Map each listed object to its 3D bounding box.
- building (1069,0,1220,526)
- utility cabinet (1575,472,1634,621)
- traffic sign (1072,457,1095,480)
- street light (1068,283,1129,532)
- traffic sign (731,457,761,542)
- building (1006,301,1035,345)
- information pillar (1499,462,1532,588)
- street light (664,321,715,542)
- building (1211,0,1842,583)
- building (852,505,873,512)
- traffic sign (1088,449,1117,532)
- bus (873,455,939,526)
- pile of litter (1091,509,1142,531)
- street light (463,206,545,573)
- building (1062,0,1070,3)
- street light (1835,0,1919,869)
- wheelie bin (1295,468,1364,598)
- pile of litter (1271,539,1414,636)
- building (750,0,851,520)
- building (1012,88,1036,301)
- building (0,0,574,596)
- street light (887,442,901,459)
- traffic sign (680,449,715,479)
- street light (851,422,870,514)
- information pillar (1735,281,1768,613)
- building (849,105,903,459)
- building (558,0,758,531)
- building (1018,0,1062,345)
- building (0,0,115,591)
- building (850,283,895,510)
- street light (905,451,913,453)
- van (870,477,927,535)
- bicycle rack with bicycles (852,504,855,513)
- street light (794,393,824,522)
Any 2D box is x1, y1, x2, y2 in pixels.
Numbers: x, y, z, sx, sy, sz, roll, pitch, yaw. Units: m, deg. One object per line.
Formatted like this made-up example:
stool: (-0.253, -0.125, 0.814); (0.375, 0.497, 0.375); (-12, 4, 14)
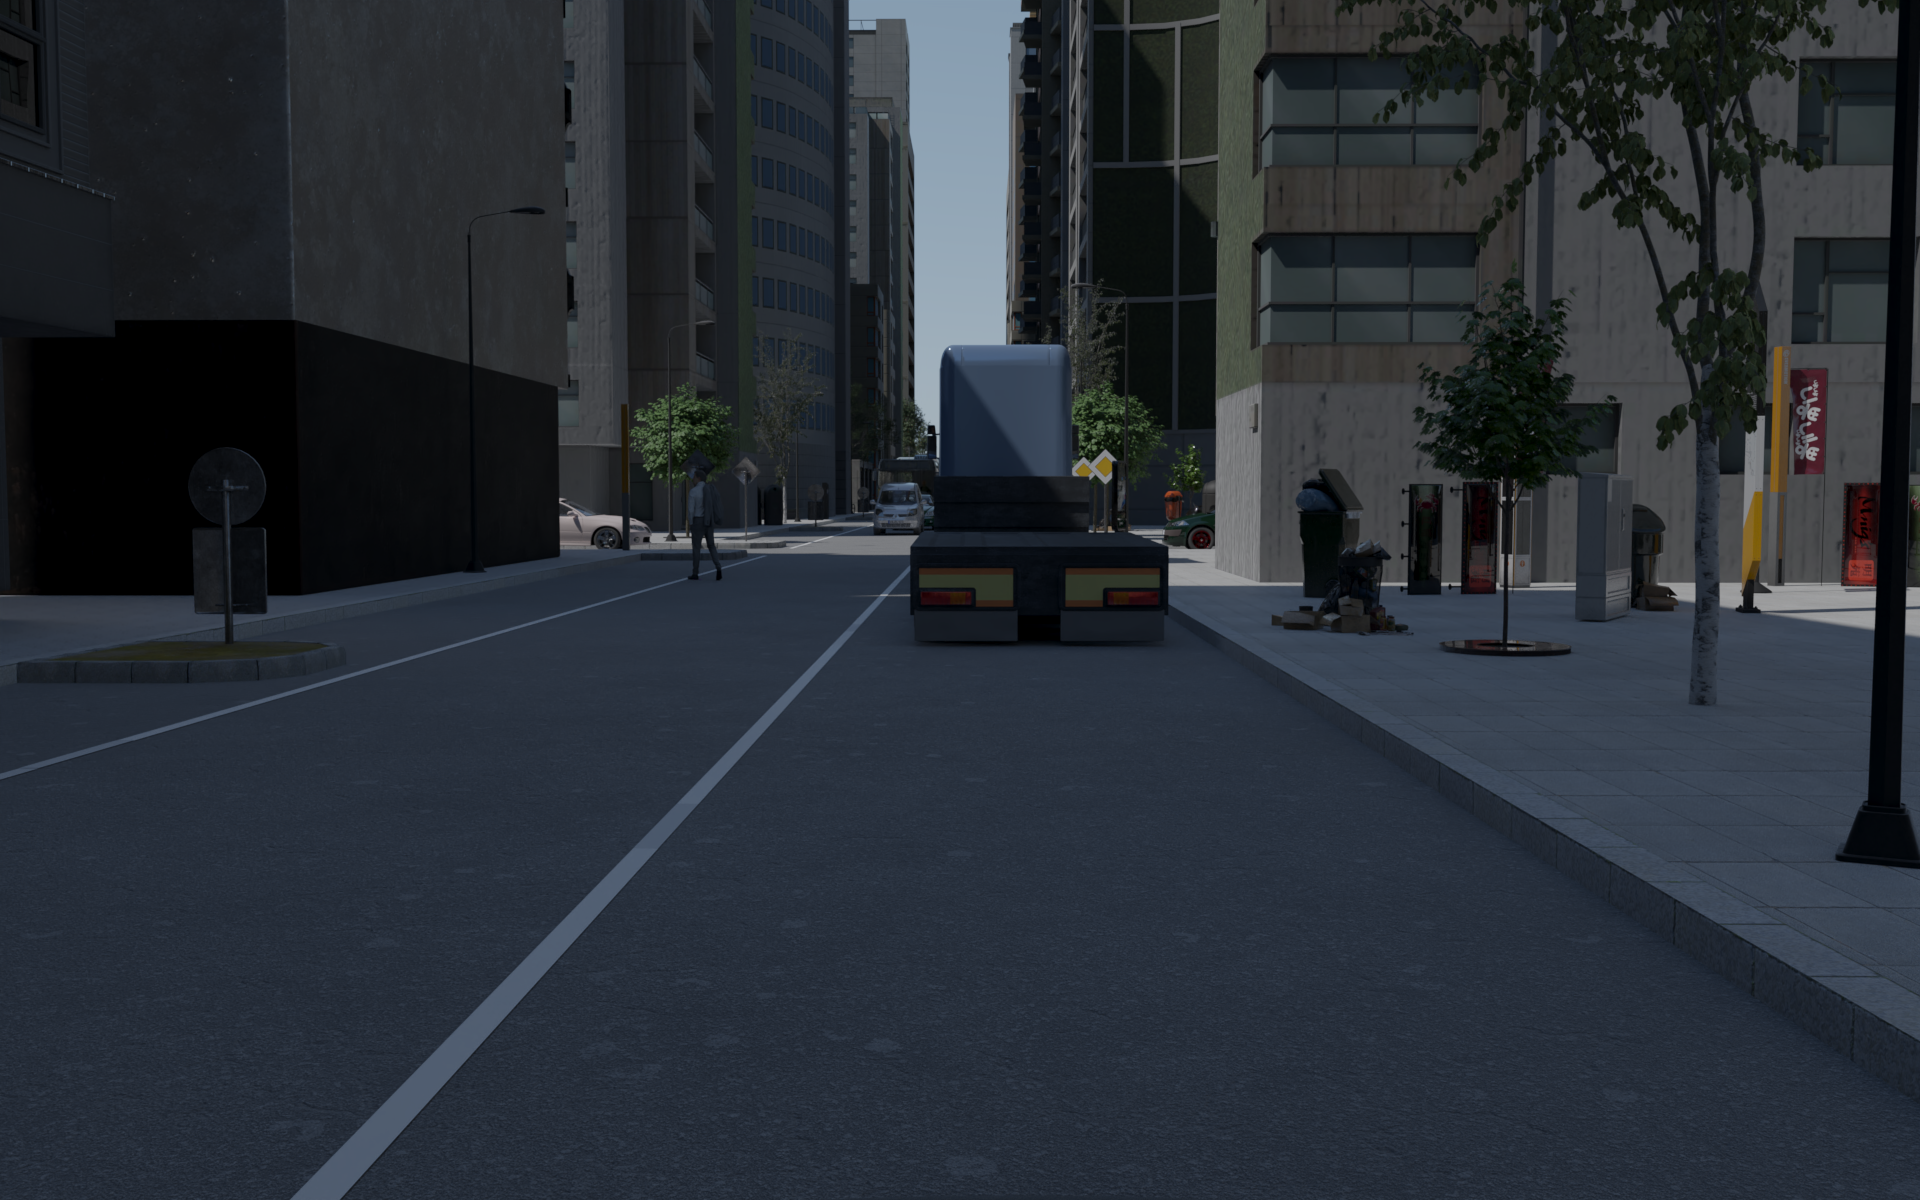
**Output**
building: (13.208, -38.827, 73.080); (20.563, 71.187, 20.611); (0, 4, 1)
utility cabinet: (6.640, -0.558, 17.801); (0.318, 1.500, 1.173); (2, 4, 33)
traffic sign: (3.324, -2.626, 46.577); (0.795, 2.450, 0.064); (0, 4, 1)
street light: (3.141, -4.022, 38.299); (1.470, 5.913, 1.316); (0, 4, 1)
traffic sign: (-5.769, -2.633, 46.699); (0.795, 2.450, 0.064); (0, 4, 1)
building: (18.585, -19.828, 169.219); (27.650, 21.520, 28.899); (0, 4, 1)
information pillar: (7.596, -1.172, 23.654); (0.304, 2.012, 0.304); (-1, 4, -23)
street light: (-7.258, -4.529, 46.585); (1.470, 5.913, 1.316); (0, 4, 1)
building: (11.432, -15.853, 30.905); (14.160, 30.474, 14.107); (0, 4, 1)
building: (-17.179, -42.361, 130.858); (20.563, 71.187, 20.611); (0, 4, 1)
traffic sign: (3.235, -2.138, 38.592); (0.795, 2.450, 0.064); (0, 4, 1)
bus: (-2.225, -5.306, 81.618); (2.948, 3.499, 13.247); (0, 4, 1)
pile of litter: (5.446, -2.823, 60.122); (1.719, 0.858, 1.176); (1, 4, 15)
street light: (-7.393, -3.400, 28.131); (1.470, 5.913, 1.316); (0, 4, 1)
building: (16.700, -34.482, 105.781); (21.231, 58.520, 28.212); (0, 4, 1)
street light: (2.707, -2.042, 5.931); (1.470, 5.913, 1.316); (0, 4, 1)
wheelie bin: (4.570, -0.832, 21.518); (0.693, 1.594, 0.980); (2, 4, 32)
pile of litter: (3.614, -0.151, 16.429); (1.176, 0.858, 1.719); (0, 4, -6)
building: (-17.680, -33.887, 96.056); (21.231, 58.520, 28.212); (0, 4, 1)
building: (12.791, -33.025, 190.067); (14.600, 45.320, 14.200); (0, 4, 1)
building: (-16.563, -9.922, 29.679); (16.811, 18.784, 16.820); (0, 4, 1)
street light: (-5.984, -11.198, 155.635); (1.470, 5.913, 1.316); (0, 4, 1)
traffic sign: (-5.858, -2.145, 38.714); (0.795, 2.450, 0.064); (0, 4, 1)
street light: (-6.478, -8.517, 111.793); (1.470, 5.913, 1.316); (0, 4, 1)
information pillar: (8.527, -1.666, 18.590); (0.183, 3.616, 0.504); (1, 4, 12)
building: (-13.176, -30.232, 177.891); (14.154, 41.232, 14.086); (0, 4, 1)
building: (-15.220, -23.114, 61.514); (14.154, 41.232, 14.086); (0, 4, 1)
building: (15.887, -29.629, 139.058); (22.147, 44.769, 28.867); (0, 4, 1)
building: (-15.358, -12.944, 5.148); (14.314, 27.812, 24.014); (0, 4, 1)
building: (-20.408, -19.088, 157.120); (27.650, 21.520, 28.899); (0, 4, 1)
street light: (-5.708, -13.178, 188.005); (1.470, 5.913, 1.316); (0, 4, 1)
van: (-2.163, -3.343, 61.676); (2.013, 2.044, 4.112); (0, 4, 1)
bicycle rack with bicycles: (-8.034, -6.207, 114.867); (2.852, 0.926, 2.925); (3, 5, 43)
street light: (-6.917, -6.533, 79.362); (1.470, 5.913, 1.316); (0, 4, 1)
